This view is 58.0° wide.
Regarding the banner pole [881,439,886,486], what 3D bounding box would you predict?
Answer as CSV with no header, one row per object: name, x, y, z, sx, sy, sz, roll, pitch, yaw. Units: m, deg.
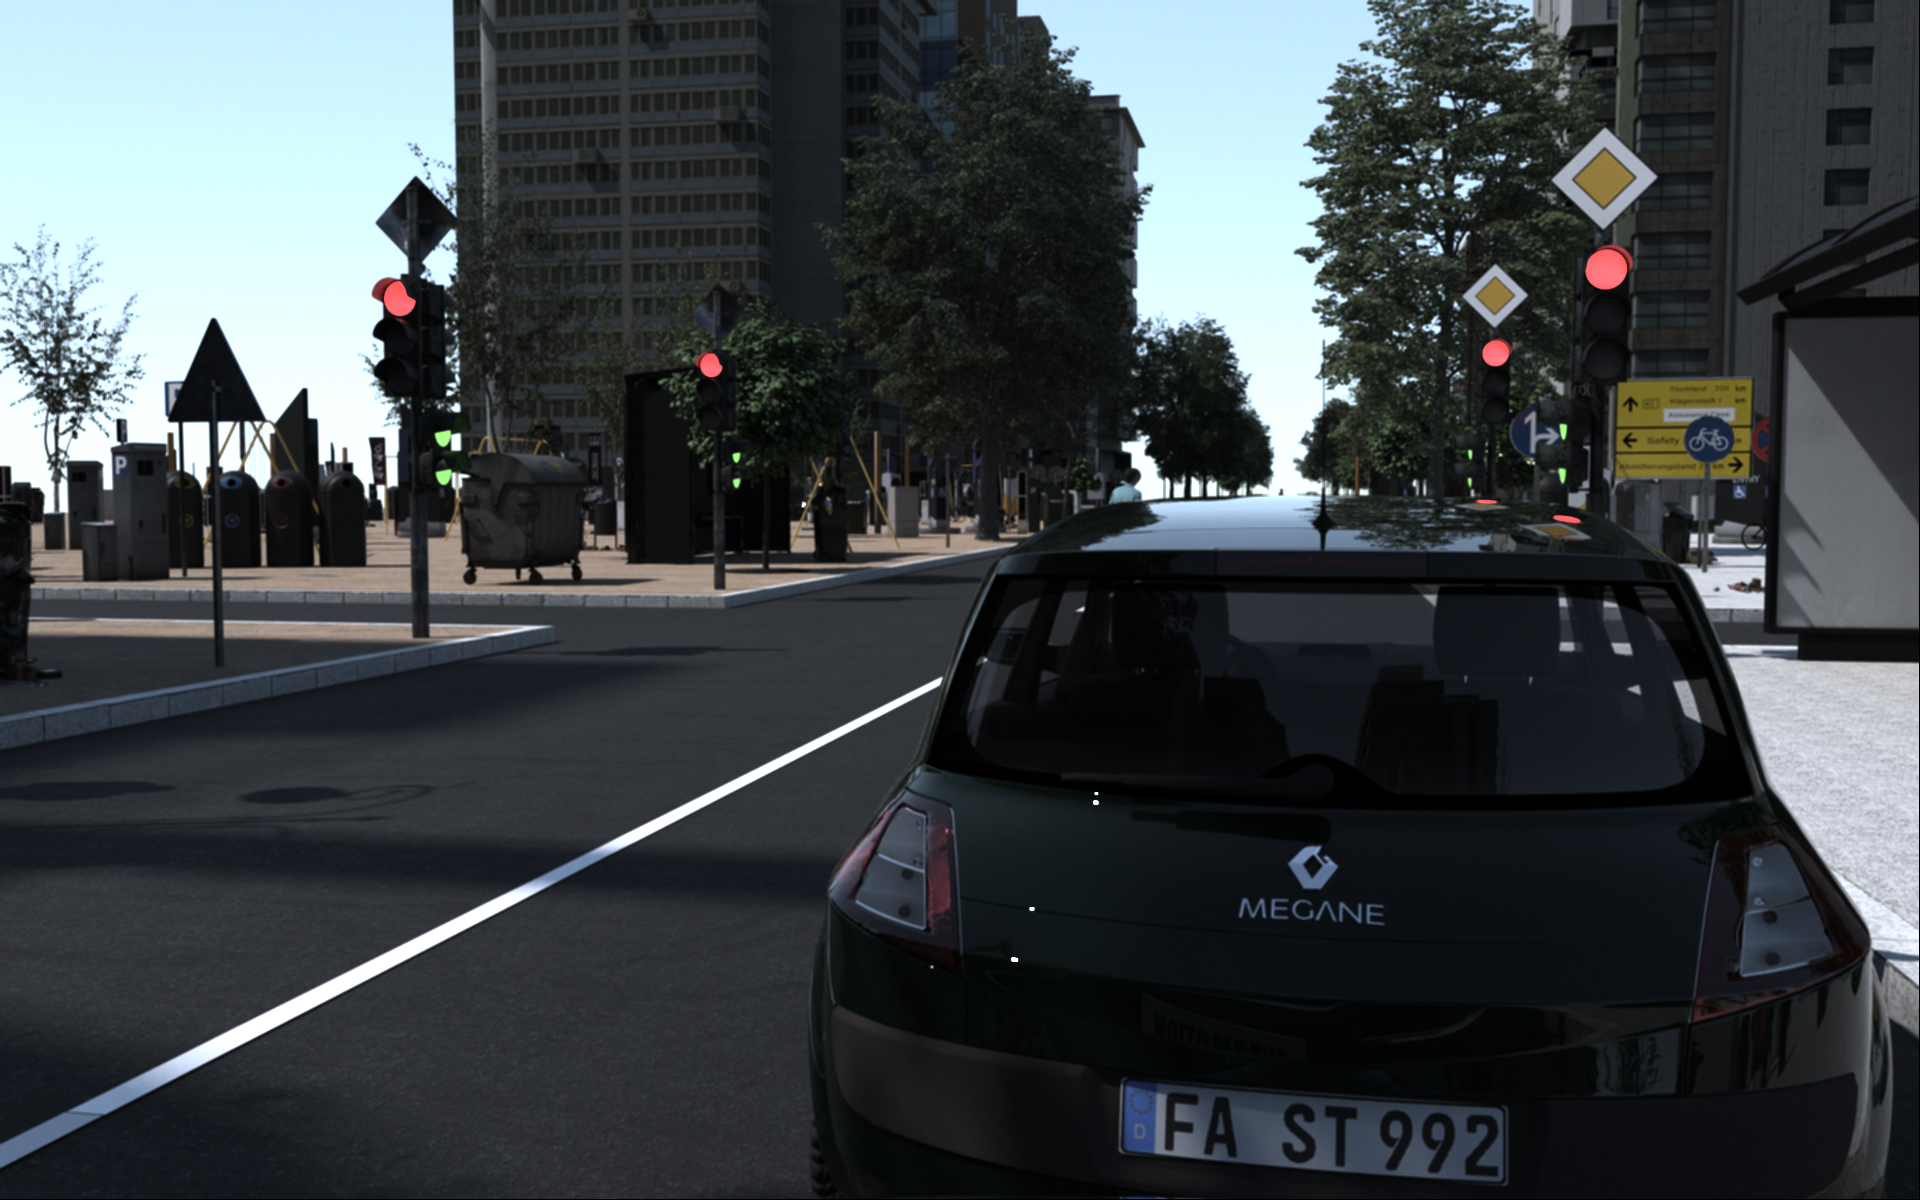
banner pole,-3.494,-5.429,78.780,0.401,3.779,0.863,1,4,16

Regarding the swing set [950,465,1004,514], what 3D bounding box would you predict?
swing set,0.835,-5.858,93.391,3.119,2.851,2.862,1,4,12

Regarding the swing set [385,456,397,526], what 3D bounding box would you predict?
swing set,-22.357,-4.522,71.546,3.119,2.851,2.862,-1,4,-20

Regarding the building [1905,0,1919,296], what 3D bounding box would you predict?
building,37.513,-18.871,80.239,14.160,30.474,14.107,1,4,11

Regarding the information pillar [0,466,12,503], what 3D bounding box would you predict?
information pillar,-24.890,-2.481,45.061,0.304,2.012,0.304,0,4,8

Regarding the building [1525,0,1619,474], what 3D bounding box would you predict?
building,59.971,-33.386,135.107,28.713,52.752,27.495,1,4,11

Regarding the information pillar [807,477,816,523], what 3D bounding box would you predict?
information pillar,-6.498,-4.368,75.913,0.304,2.012,0.304,-2,4,-33

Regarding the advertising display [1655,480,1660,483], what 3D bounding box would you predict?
advertising display,25.390,-3.606,64.164,0.974,1.923,0.123,3,5,40

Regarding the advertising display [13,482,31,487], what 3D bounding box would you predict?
advertising display,-50.707,-5.411,93.676,0.974,1.923,0.123,0,4,7

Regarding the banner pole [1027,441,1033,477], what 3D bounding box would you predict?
banner pole,3.256,-5.553,80.807,0.401,3.779,0.863,-1,4,-15

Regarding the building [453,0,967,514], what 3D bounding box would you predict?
building,-15.913,-25.835,114.279,32.217,40.220,23.993,1,4,11

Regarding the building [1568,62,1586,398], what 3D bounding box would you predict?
building,48.329,-21.105,116.769,14.160,30.474,14.107,1,4,11

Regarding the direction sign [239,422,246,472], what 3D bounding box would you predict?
direction sign,-15.858,-2.833,38.313,0.379,3.537,0.876,-2,4,-28

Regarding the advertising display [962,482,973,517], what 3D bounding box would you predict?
advertising display,0.596,-5.499,95.117,0.974,1.923,0.123,1,4,9

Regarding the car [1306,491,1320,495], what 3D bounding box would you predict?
car,49.388,-14.350,243.300,2.281,1.827,5.304,1,4,10

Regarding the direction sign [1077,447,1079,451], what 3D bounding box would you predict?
direction sign,5.702,-5.631,84.063,0.379,3.537,0.876,1,4,8

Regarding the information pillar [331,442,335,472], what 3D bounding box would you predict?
information pillar,-28.230,-5.301,78.024,0.183,3.616,0.504,-1,4,-10

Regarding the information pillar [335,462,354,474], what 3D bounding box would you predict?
information pillar,-14.140,-2.161,39.830,0.304,2.012,0.304,3,5,43

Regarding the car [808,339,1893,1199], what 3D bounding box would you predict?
car,0.929,0.333,4.345,2.009,1.686,4.222,1,4,13

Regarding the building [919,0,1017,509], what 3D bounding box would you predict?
building,-3.677,-29.425,131.213,14.600,45.320,14.200,1,4,11

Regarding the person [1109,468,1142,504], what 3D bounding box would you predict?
person,2.452,-1.080,26.177,0.660,1.820,0.620,3,4,37

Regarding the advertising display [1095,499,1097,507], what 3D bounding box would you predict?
advertising display,6.893,-4.919,85.637,0.123,1.923,0.974,-1,4,-15

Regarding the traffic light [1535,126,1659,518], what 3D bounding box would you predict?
traffic light,4.918,-1.498,13.406,0.839,4.253,0.868,1,4,11

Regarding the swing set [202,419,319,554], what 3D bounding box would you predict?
swing set,-14.282,-2.303,35.271,2.862,2.851,3.119,-1,4,-13

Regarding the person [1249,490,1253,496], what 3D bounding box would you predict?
person,30.734,-10.648,182.684,0.705,1.814,1.350,3,5,42

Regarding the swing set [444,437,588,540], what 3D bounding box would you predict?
swing set,-12.521,-3.120,48.635,2.862,2.851,3.119,1,4,18

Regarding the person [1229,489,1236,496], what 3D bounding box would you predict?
person,15.455,-5.461,98.455,0.551,1.740,0.621,3,5,40

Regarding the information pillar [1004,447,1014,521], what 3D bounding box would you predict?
information pillar,2.209,-5.450,80.455,0.183,3.616,0.504,2,4,31

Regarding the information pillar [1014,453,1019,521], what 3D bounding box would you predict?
information pillar,2.548,-5.503,81.330,0.504,3.616,0.183,-2,4,-24

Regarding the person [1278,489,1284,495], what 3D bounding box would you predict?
person,23.356,-7.172,125.743,0.705,1.826,1.348,-2,4,-26

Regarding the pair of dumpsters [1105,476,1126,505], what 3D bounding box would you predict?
pair of dumpsters,8.297,-5.515,92.666,1.574,2.255,4.437,1,4,12

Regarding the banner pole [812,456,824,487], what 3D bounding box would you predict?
banner pole,-6.508,-5.440,78.963,0.863,3.779,0.401,-3,5,-39

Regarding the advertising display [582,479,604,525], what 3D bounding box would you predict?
advertising display,-15.476,-4.145,72.981,0.974,1.923,0.123,-3,4,-38

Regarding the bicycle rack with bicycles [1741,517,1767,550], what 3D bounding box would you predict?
bicycle rack with bicycles,19.562,-1.562,38.921,2.852,0.926,2.925,-2,4,-27

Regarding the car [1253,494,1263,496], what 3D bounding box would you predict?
car,34.185,-11.556,198.728,2.009,1.686,4.222,1,4,12

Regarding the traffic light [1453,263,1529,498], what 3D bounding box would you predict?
traffic light,6.503,-1.976,21.233,0.839,4.253,0.868,1,4,11

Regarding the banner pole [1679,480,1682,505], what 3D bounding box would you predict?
banner pole,30.008,-5.020,72.094,0.401,3.779,0.863,1,4,21

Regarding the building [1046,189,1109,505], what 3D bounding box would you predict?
building,3.804,-31.675,209.759,32.217,40.220,23.993,1,4,11

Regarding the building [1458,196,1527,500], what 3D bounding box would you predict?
building,80.291,-33.063,232.463,32.217,40.220,23.993,1,4,11

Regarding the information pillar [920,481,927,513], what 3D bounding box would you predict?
information pillar,-2.024,-5.634,96.602,0.304,2.012,0.304,2,4,27

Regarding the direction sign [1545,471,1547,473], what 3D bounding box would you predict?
direction sign,15.714,-3.331,46.467,0.876,3.537,0.379,-2,4,-26

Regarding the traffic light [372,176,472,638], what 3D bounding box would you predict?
traffic light,-4.800,-1.616,15.350,0.839,4.253,0.868,1,4,11

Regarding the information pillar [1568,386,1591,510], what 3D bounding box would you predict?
information pillar,10.700,-2.348,29.742,0.504,3.616,0.183,1,4,13

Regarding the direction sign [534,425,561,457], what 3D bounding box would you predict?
direction sign,-13.614,-3.990,57.238,0.876,3.537,0.379,-2,4,-32

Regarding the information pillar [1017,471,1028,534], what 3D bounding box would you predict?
information pillar,2.008,-3.126,55.596,0.304,2.012,0.304,0,4,7

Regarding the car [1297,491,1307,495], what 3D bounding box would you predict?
car,43.676,-12.996,221.285,1.959,1.807,4.718,1,4,13

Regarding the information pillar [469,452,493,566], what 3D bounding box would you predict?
information pillar,-8.417,-1.591,30.508,0.304,2.012,0.304,2,4,28

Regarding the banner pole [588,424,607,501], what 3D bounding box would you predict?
banner pole,-12.974,-4.425,62.365,0.863,3.779,0.401,0,4,-4

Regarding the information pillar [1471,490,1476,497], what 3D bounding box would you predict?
information pillar,21.585,-4.983,72.823,0.183,3.616,0.504,0,4,-3

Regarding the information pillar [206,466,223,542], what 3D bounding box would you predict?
information pillar,-19.782,-2.540,46.018,0.304,2.012,0.304,2,4,26

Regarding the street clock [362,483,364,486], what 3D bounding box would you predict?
street clock,-36.531,-6.166,105.390,0.471,2.002,0.358,-2,4,-32

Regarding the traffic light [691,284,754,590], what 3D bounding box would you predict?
traffic light,-3.215,-2.095,23.177,0.839,4.253,0.868,1,4,11

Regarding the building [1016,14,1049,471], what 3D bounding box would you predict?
building,-0.559,-28.227,145.111,14.154,41.232,14.086,1,4,11

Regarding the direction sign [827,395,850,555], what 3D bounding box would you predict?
direction sign,-2.549,-2.719,36.452,0.379,3.537,0.876,2,4,28

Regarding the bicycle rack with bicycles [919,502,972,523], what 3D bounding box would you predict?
bicycle rack with bicycles,-0.850,-3.978,78.428,2.925,0.926,2.852,-2,4,-25

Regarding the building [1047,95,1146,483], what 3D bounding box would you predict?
building,9.644,-39.517,235.341,28.713,52.752,27.495,1,4,11

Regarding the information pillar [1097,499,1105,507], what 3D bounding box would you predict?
information pillar,6.609,-4.695,81.250,0.304,2.012,0.304,2,4,30

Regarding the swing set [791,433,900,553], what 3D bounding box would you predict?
swing set,-3.255,-2.560,39.482,2.862,2.851,3.119,1,4,19
